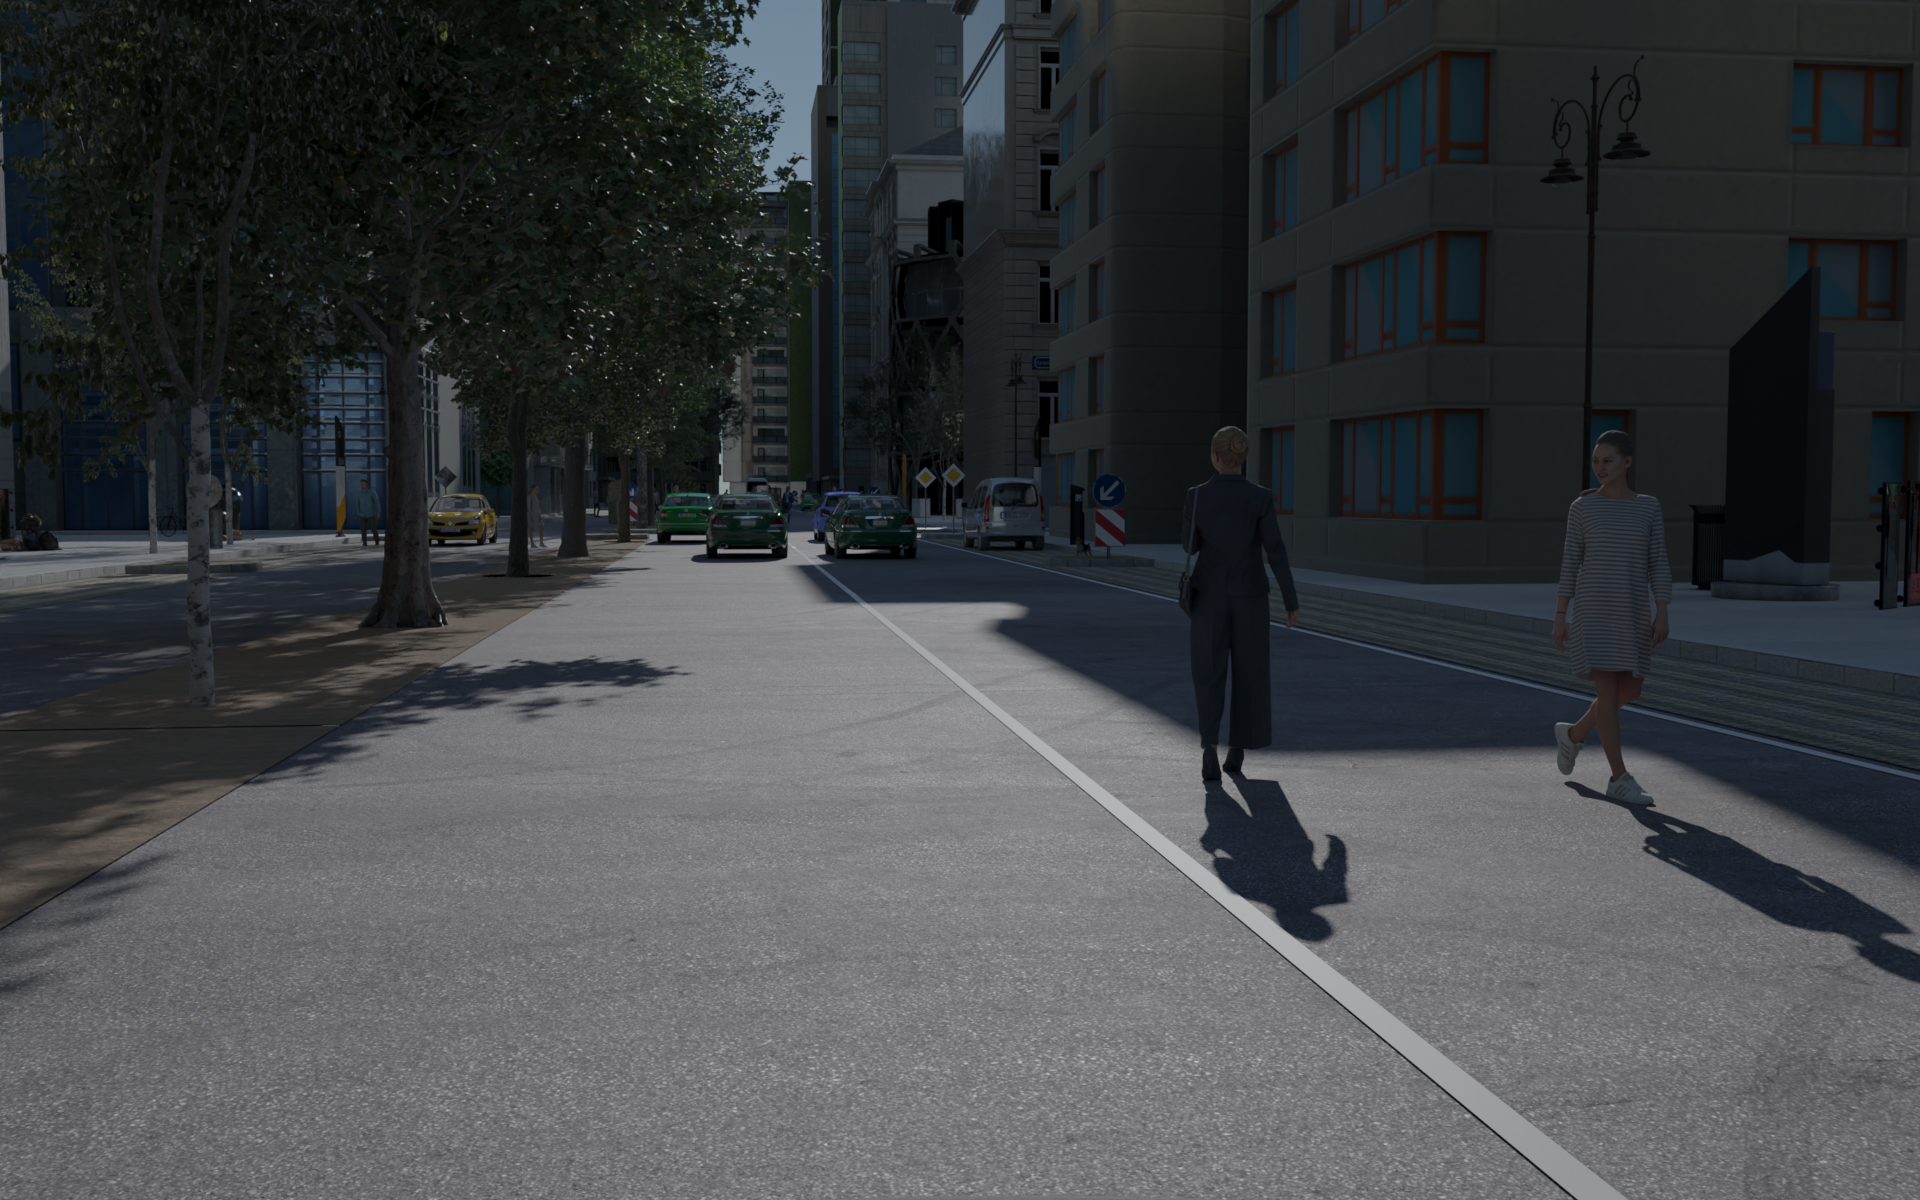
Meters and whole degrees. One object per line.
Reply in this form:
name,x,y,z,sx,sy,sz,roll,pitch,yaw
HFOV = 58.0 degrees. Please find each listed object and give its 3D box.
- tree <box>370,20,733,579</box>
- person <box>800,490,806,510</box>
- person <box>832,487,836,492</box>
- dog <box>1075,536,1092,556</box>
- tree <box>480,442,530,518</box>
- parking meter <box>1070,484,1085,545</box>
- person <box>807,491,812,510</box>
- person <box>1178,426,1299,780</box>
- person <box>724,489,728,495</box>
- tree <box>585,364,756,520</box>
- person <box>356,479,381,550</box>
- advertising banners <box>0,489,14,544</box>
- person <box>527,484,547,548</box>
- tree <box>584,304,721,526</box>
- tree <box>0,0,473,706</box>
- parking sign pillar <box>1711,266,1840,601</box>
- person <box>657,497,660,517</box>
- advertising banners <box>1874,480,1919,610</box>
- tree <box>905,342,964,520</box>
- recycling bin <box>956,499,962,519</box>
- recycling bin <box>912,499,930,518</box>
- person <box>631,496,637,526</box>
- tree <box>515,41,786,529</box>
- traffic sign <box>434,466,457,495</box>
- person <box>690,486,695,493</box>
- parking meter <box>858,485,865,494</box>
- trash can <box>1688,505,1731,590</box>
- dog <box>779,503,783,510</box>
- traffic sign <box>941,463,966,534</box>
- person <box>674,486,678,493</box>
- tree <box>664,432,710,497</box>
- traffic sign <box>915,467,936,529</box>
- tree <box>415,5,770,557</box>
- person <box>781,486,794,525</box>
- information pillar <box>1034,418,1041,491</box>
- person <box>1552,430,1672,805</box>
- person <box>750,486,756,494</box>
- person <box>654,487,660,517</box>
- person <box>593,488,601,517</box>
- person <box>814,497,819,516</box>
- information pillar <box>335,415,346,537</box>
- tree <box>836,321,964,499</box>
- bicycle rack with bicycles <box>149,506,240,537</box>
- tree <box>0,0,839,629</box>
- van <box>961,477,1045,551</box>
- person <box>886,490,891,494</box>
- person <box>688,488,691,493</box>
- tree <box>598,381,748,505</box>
tree,-7.467,-6.184,29.314,9.928,11.665,9.643,0,3,0
person,-14.173,-9.068,156.758,0.705,1.824,1.348,2,4,23
person,-5.789,-4.322,79.588,0.576,1.772,0.534,0,4,3
dog,2.706,-1.134,37.825,0.406,0.507,0.540,0,4,-2
tree,-25.061,-6.733,93.799,4.285,4.588,4.351,0,3,0
parking meter,2.970,-2.165,43.816,0.372,1.533,0.369,0,3,0
person,-13.847,-9.088,158.026,0.436,1.711,0.756,-3,4,-38
person,1.393,0.009,8.773,0.576,1.772,0.534,0,4,-6
person,-19.321,-8.296,144.013,0.599,1.838,0.709,1,4,23
tree,-16.280,-11.128,94.766,12.009,13.543,11.850,0,3,0
person,-15.229,-2.210,44.652,0.660,1.820,0.620,0,4,2
advertising banners,-23.434,-2.751,41.163,2.074,3.025,0.090,1,4,13
person,-11.379,-2.251,46.304,0.522,1.701,0.512,1,4,20
tree,-13.986,-9.593,77.429,7.486,12.596,7.792,0,3,0
tree,-5.159,-3.598,11.654,4.360,8.622,3.978,0,3,0
parking sign pillar,10.062,-2.007,21.279,1.447,3.967,1.447,-1,4,-18
person,-18.840,-5.829,108.476,0.373,1.253,0.362,0,4,-5
advertising banners,10.883,-1.440,19.725,2.074,3.025,0.090,-3,5,-43
tree,-0.784,-8.220,84.754,4.360,8.622,3.978,0,3,0
recycling bin,0.187,-4.689,89.215,0.722,1.027,0.722,0,4,8
recycling bin,-2.096,-4.926,93.100,0.722,1.027,0.722,-3,5,-41
person,-14.606,-4.251,78.102,0.616,1.811,0.778,-2,4,-32
tree,-13.590,-12.762,67.005,12.611,20.169,13.585,0,3,0
traffic sign,-18.369,-3.562,61.876,0.795,2.450,0.064,0,4,-8
person,-11.287,-3.943,73.243,0.678,1.792,0.850,-2,4,-28
parking meter,-6.552,-6.705,115.336,0.399,1.863,0.255,-1,4,-18
trash can,10.144,-0.707,23.206,0.748,1.137,0.748,0,3,0
dog,-13.121,-6.610,124.904,0.800,0.831,0.513,0,4,1
traffic sign,-0.212,-3.216,56.231,0.795,2.450,0.064,0,4,-8
person,-10.778,-3.392,64.638,0.598,1.740,0.731,1,4,22
tree,-18.453,-9.841,113.712,4.737,8.622,4.395,0,3,0
traffic sign,-1.276,-3.700,64.145,0.795,2.450,0.064,0,4,-8
tree,-8.830,-7.952,39.123,9.857,13.997,8.962,0,3,0
person,-8.143,-4.451,81.464,0.721,1.800,0.419,1,4,12
information pillar,2.393,-3.793,53.373,0.183,3.616,0.504,-1,4,-15
person,3.078,0.059,8.292,0.466,1.731,0.760,-1,4,-20
person,-9.637,-4.439,81.180,0.767,1.812,0.694,1,4,17
person,-18.884,-6.031,106.960,0.661,1.843,0.795,-2,4,-27
person,-22.314,-5.975,106.375,0.473,1.802,0.592,2,4,25
person,-9.383,-6.105,112.997,0.332,1.250,0.352,0,4,5
information pillar,-18.561,-3.701,51.862,0.183,3.616,0.504,0,4,3
tree,-2.500,-9.769,94.134,8.767,10.594,7.601,-1,4,-9
bicycle rack with bicycles,-22.873,-2.379,52.279,2.852,0.926,2.925,1,4,15
tree,-6.015,-6.060,18.551,9.611,12.733,9.660,0,3,0
van,1.102,-2.325,45.030,2.013,2.044,4.112,0,4,-8
person,-2.908,-3.643,69.871,0.330,1.601,0.589,-1,4,-16
person,-15.577,-5.565,99.827,0.374,1.781,0.599,2,4,28
tree,-14.606,-9.066,85.104,8.767,10.594,7.601,0,4,-8
